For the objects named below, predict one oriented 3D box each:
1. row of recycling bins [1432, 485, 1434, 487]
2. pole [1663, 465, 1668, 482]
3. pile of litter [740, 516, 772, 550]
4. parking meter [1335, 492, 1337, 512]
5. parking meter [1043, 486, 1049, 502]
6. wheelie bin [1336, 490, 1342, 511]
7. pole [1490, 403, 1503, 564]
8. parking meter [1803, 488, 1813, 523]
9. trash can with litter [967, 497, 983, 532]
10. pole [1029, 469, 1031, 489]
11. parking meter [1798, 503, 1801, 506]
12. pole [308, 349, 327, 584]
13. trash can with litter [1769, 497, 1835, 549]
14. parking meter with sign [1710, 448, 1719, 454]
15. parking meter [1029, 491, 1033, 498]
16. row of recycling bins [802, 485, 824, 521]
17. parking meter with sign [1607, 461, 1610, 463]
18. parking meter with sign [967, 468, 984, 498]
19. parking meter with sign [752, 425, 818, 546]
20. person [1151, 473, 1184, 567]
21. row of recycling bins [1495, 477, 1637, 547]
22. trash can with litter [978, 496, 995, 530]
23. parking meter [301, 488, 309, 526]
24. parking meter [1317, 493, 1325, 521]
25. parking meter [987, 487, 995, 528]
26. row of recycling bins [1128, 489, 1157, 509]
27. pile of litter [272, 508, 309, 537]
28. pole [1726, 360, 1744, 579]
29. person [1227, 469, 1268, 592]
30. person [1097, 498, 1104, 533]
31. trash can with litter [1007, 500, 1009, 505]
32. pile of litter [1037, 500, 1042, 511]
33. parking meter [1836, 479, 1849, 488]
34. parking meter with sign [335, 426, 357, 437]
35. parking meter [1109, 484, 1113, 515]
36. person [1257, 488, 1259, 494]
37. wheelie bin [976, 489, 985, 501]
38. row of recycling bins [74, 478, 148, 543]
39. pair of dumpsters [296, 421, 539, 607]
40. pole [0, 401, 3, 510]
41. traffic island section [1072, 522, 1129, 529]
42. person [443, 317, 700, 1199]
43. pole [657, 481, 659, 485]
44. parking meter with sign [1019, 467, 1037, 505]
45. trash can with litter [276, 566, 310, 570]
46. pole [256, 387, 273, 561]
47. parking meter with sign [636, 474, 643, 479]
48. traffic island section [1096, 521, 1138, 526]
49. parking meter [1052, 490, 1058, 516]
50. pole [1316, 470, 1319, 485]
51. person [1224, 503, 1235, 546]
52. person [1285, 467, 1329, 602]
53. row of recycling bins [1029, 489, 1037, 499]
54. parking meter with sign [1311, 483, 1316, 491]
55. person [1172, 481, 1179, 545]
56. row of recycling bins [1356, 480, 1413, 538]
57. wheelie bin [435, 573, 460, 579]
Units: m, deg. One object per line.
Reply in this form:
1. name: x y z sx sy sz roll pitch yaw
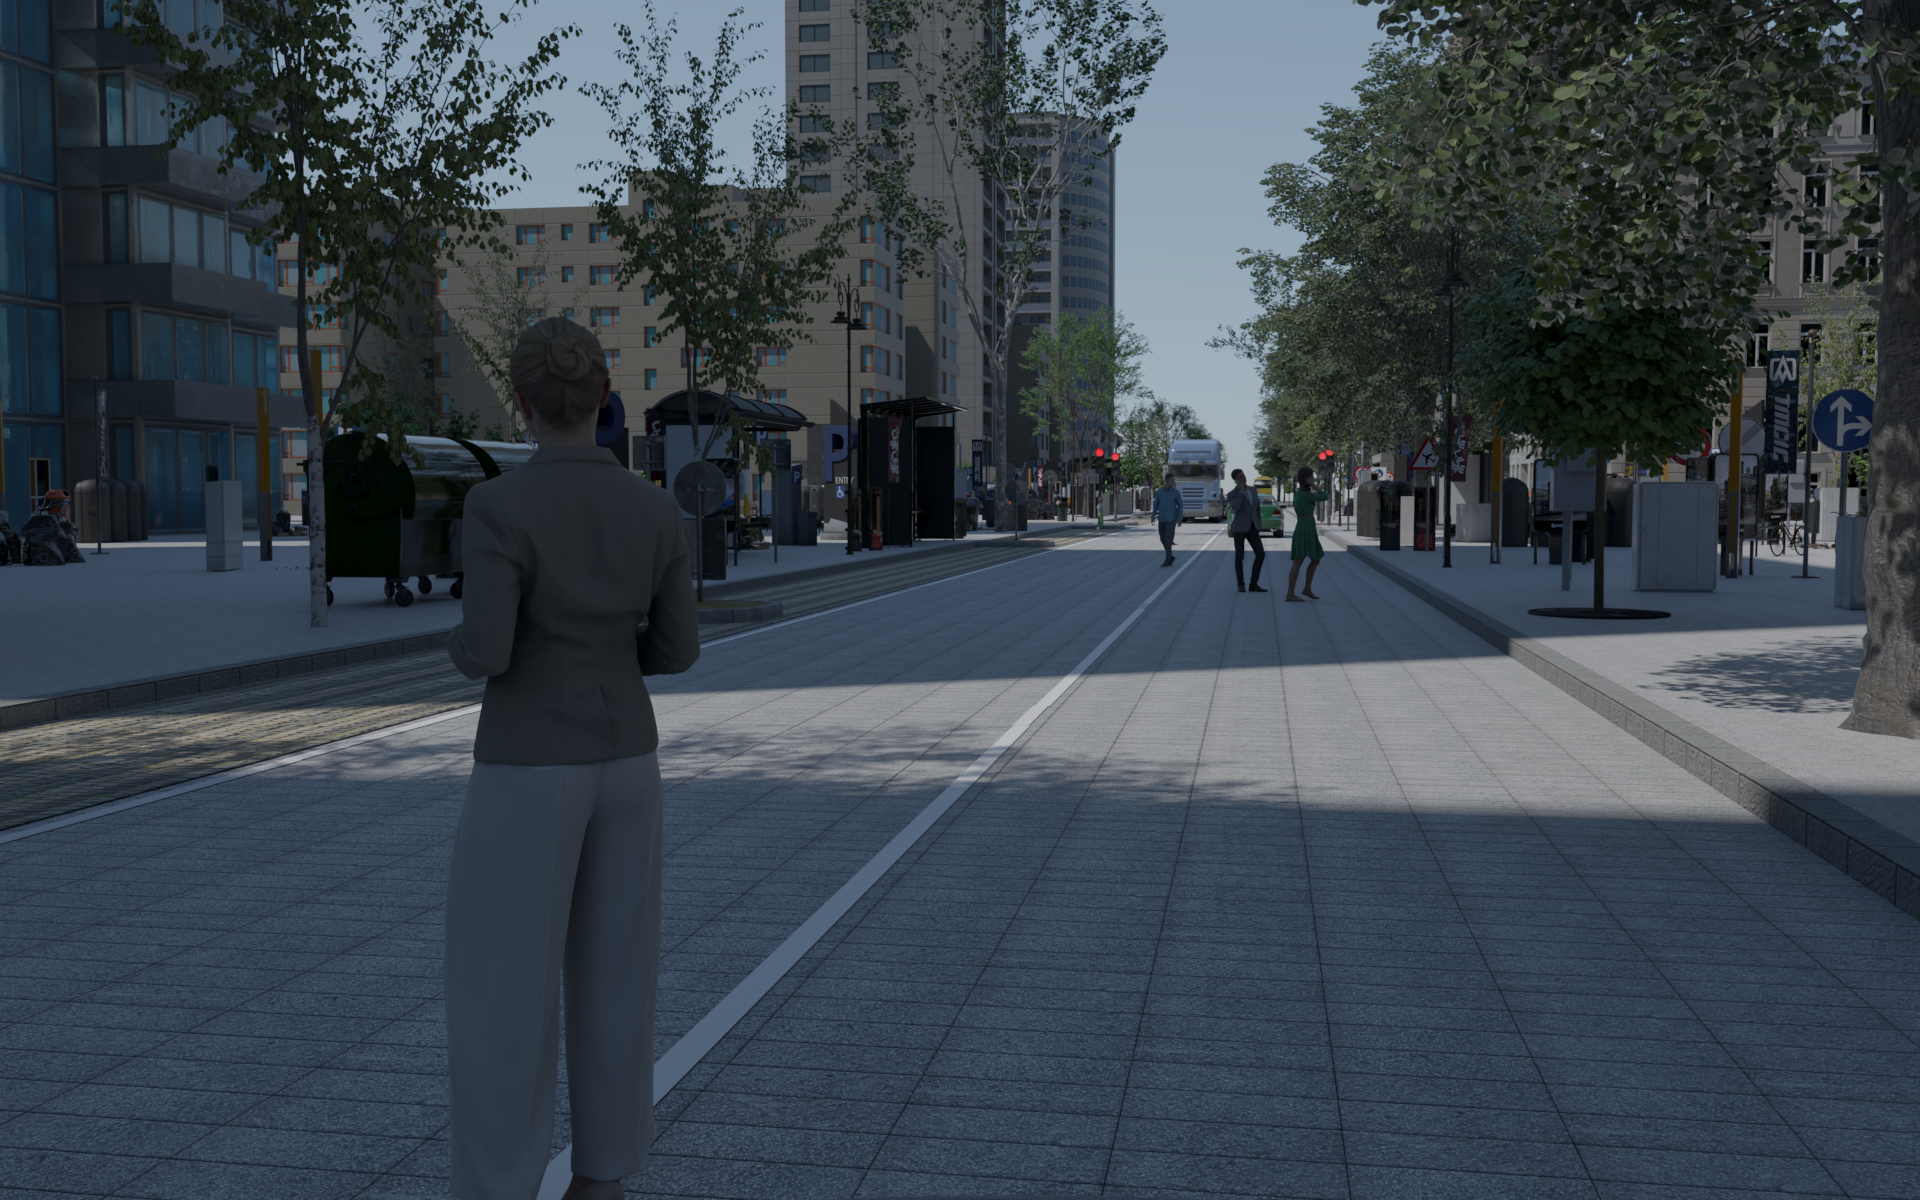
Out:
1. row of recycling bins: 17.586 -3.660 66.961 3.534 1.692 1.069 0 4 1
2. pole: 32.019 -5.189 78.684 0.158 3.312 0.155 0 3 0
3. pile of litter: -4.975 -1.619 40.433 1.176 0.858 1.719 0 4 2
4. parking meter: 26.095 -6.876 120.840 0.372 1.533 0.369 0 3 0
5. parking meter: 5.485 -6.409 110.490 0.255 1.863 0.399 -1 4 -14
6. wheelie bin: 27.924 -7.368 128.373 0.693 1.594 0.980 3 4 36
7. pole: 9.876 -2.324 31.838 0.158 3.312 0.155 0 3 0
8. parking meter: 37.236 -4.137 76.056 0.372 1.533 0.369 0 3 0
9. trash can with litter: 0.384 -2.952 59.654 0.624 1.170 1.055 1 4 15
10. pole: 5.600 -8.848 138.515 0.158 3.312 0.155 0 3 0
11. parking meter: 41.347 -4.886 85.598 0.399 1.863 0.255 1 4 15
12. pole: -9.119 -1.880 24.577 0.158 3.312 0.155 0 3 0
13. trash can with litter: 20.165 -1.835 41.066 1.678 1.210 2.233 1 4 22
14. parking meter with sign: 29.468 -4.276 66.174 1.738 3.016 0.543 -2 4 -25
15. parking meter: 5.154 -7.244 126.856 0.372 1.533 0.369 0 3 0
16. row of recycling bins: -7.656 -4.635 82.890 3.534 1.692 1.069 3 5 44
17. parking meter with sign: 23.904 -4.244 65.654 1.738 3.016 0.543 -3 5 -39
18. parking meter with sign: 1.280 -7.428 117.708 0.543 3.016 1.738 3 5 44
19. parking meter with sign: -4.344 -2.877 43.300 1.738 3.016 0.543 2 4 33
20. person: 4.144 -1.578 34.165 0.638 1.841 0.748 3 5 39
21. row of recycling bins: 14.753 -2.139 42.090 3.534 1.692 1.069 0 4 1
22. trash can with litter: 0.653 -3.113 61.947 2.233 1.210 1.678 0 4 1
23. parking meter: -26.522 -3.784 70.282 0.372 1.533 0.369 0 3 0
24. parking meter: 17.202 -4.533 82.524 0.372 1.533 0.369 0 3 0
25. parking meter: 1.210 -3.528 66.100 0.372 1.533 0.369 0 3 0
26. row of recycling bins: 15.306 -8.454 145.338 1.069 1.692 3.534 3 5 43
27. pile of litter: -20.435 -2.383 52.927 1.176 0.858 1.719 2 4 33
28. pole: 11.753 -1.983 26.270 0.158 3.312 0.155 0 3 0
29. person: 4.202 -1.018 25.322 0.592 1.802 0.473 -1 4 -8
30. person: 5.133 -3.103 63.476 0.306 1.304 0.590 2 4 31
31. trash can with litter: 2.144 -4.279 81.353 0.624 1.170 1.055 -2 4 -24
32. pile of litter: 5.303 -6.412 118.796 1.719 0.858 1.176 -1 4 -12
33. parking meter: 33.095 -3.626 64.988 0.255 1.863 0.399 -1 4 -15
34. parking meter with sign: -15.680 -2.885 43.430 0.543 3.016 1.738 0 4 2
35. parking meter: 9.087 -6.022 104.173 0.255 1.863 0.399 1 4 9
36. person: 19.762 -6.553 115.598 0.622 1.834 0.822 -3 4 -39
37. wheelie bin: 1.461 -6.306 111.004 0.693 1.594 0.980 2 4 32
38. row of recycling bins: -22.792 -2.418 46.653 1.069 1.692 3.534 0 4 -6
39. pair of dumpsters: -6.489 -1.170 21.617 1.574 2.255 4.437 1 4 10
40. pole: -20.995 -2.693 37.866 0.158 3.312 0.155 0 3 0
41. traffic island section: 5.742 -3.006 71.425 2.009 0.180 2.903 1 4 10
42. person: -0.767 0.352 3.299 0.519 1.759 0.362 -3 5 -41
43. pole: -16.889 -6.282 96.558 0.158 3.312 0.155 0 3 0
44. parking meter with sign: 4.052 -7.034 111.268 1.738 3.016 0.543 2 4 34
45. trash can with litter: -10.495 -1.122 29.398 1.678 1.210 2.233 -3 5 -40
46. pole: -13.337 -2.408 33.206 0.158 3.312 0.155 0 3 0
47. parking meter with sign: -12.406 -4.255 65.837 0.543 3.016 1.738 3 5 43
48. traffic island section: 7.100 -3.487 79.294 2.009 0.180 2.903 1 4 10
49. parking meter: 5.490 -5.604 100.037 0.372 1.533 0.369 0 3 0
50. pole: 24.104 -7.512 116.670 0.158 3.312 0.155 0 3 0
51. person: 7.771 -2.411 48.263 0.623 1.781 0.721 -2 4 -27
52. person: 4.593 -0.881 23.147 0.529 1.795 0.600 -1 4 -11
53. row of recycling bins: 5.911 -7.866 135.716 3.534 1.692 1.069 -2 4 -27
54. parking meter with sign: 24.990 -7.704 122.220 1.738 3.016 0.543 -2 4 -23
55. person: 5.900 -2.435 48.489 0.721 1.800 0.419 -2 4 -35
56. row of recycling bins: 12.512 -2.691 51.106 1.069 1.692 3.534 0 4 -3
57. wheelie bin: -7.670 -1.135 26.472 0.980 1.594 0.693 2 4 23
